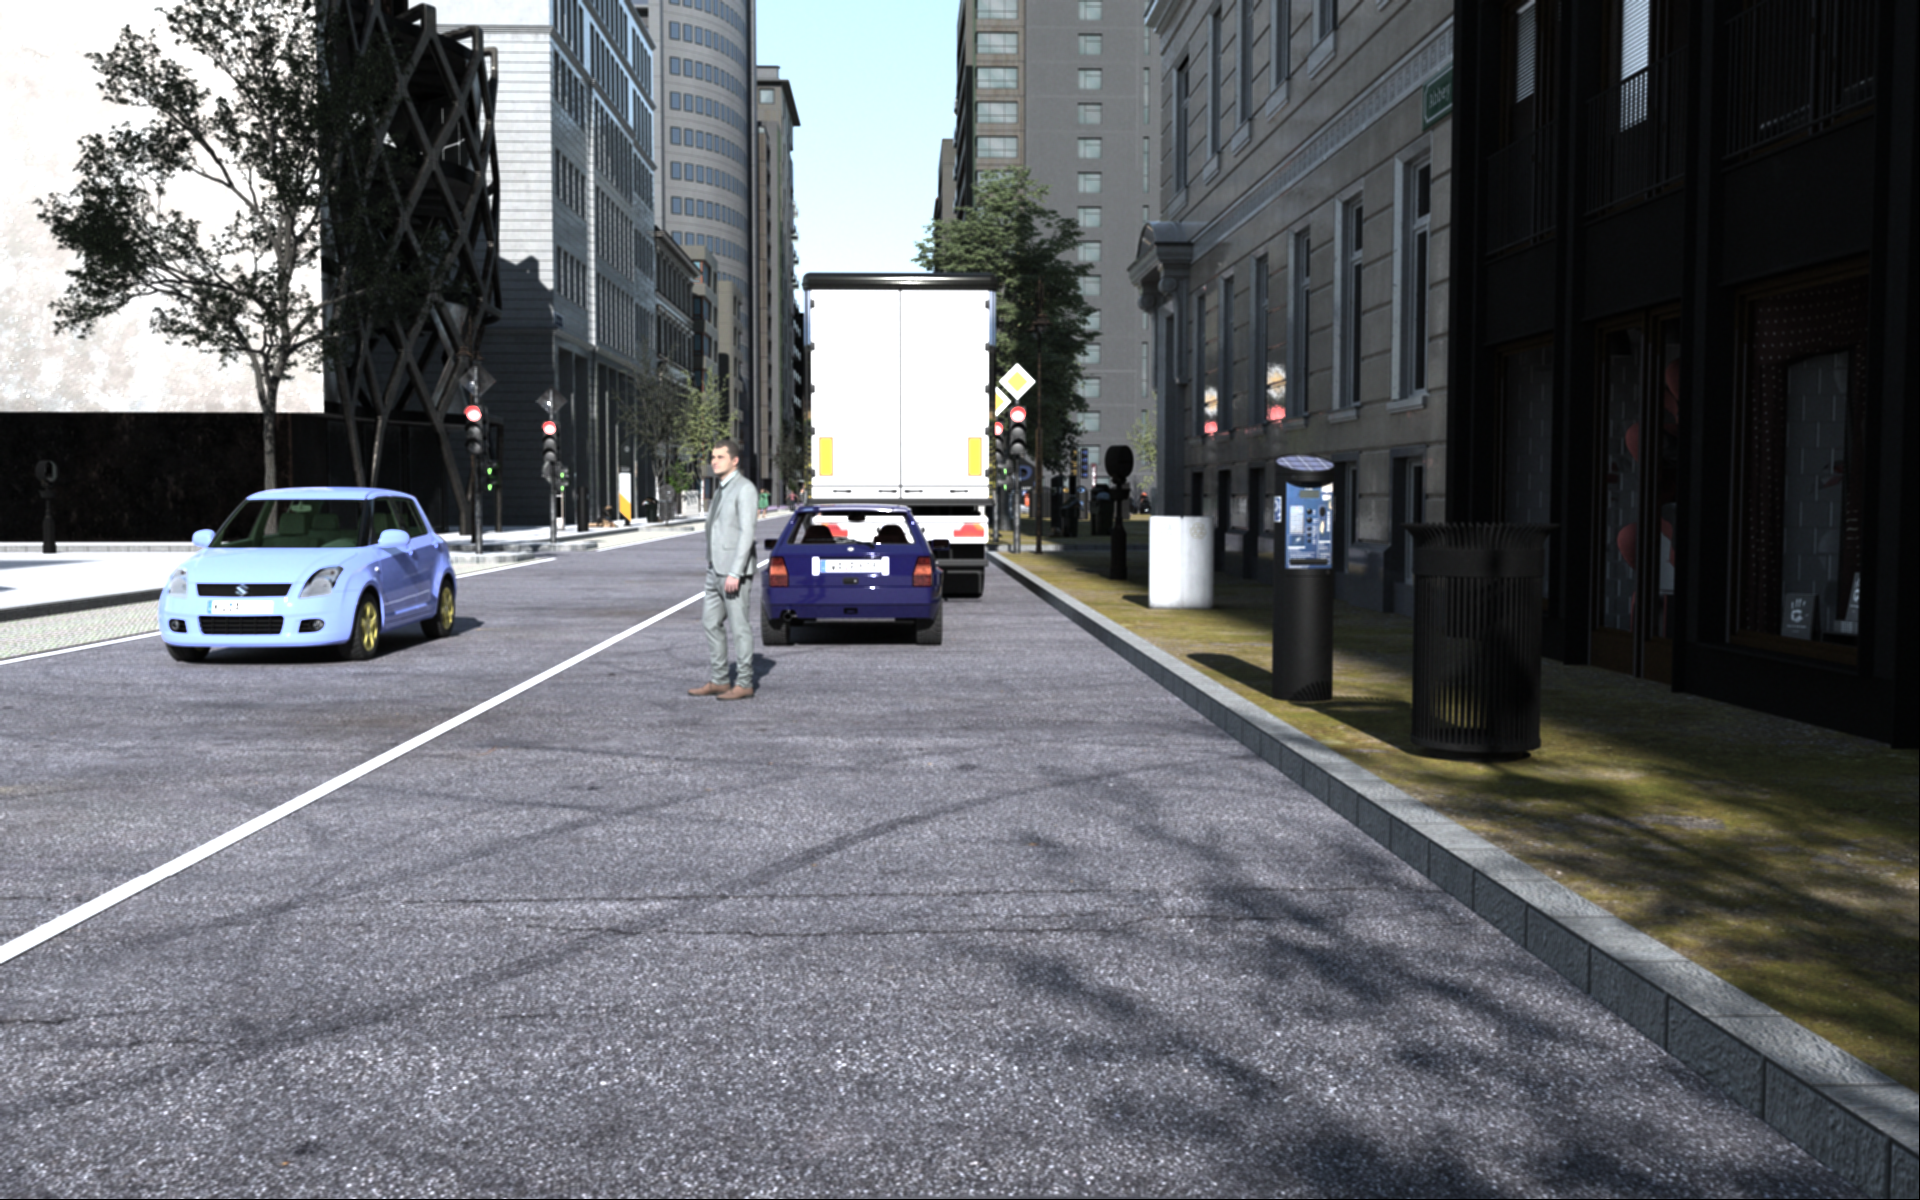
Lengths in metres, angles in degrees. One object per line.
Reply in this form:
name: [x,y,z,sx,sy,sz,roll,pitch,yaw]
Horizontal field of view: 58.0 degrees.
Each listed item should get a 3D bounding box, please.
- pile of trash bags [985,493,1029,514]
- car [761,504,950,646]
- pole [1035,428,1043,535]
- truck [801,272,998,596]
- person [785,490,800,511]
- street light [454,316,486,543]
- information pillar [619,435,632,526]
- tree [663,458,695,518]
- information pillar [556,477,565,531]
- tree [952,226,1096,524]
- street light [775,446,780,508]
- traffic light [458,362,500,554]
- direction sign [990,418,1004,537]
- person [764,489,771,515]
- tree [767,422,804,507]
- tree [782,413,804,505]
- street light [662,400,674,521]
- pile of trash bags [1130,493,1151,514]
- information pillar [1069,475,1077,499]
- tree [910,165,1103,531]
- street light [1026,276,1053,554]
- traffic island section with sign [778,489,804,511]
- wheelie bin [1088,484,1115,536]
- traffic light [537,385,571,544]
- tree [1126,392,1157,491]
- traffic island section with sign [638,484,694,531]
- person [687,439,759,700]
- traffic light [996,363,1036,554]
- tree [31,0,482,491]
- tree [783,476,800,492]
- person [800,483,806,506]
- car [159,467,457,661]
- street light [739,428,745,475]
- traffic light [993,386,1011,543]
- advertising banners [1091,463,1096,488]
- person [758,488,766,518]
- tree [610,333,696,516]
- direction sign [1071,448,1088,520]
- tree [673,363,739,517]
pile of trash bags: [3.201,-6.387,114.176,3.447,1.369,1.912,1,4,23]
car: [-1.064,-0.315,17.735,1.945,1.354,3.894,0,4,-2]
pole: [2.455,-3.667,53.798,0.158,3.312,0.155,0,3,0]
truck: [-0.931,-2.363,27.544,2.839,4.237,11.283,0,4,-2]
person: [-13.763,-8.138,142.281,1.217,1.743,0.721,0,4,-4]
street light: [-12.676,-4.416,44.991,0.468,5.910,1.993,0,4,-2]
information pillar: [-13.316,-4.742,68.885,0.504,3.616,0.183,-3,5,-44]
tree: [-15.054,-6.019,93.012,1.663,3.219,1.824,0,3,0]
information pillar: [-13.965,-3.418,60.370,0.304,2.012,0.304,0,4,2]
tree: [1.344,-9.601,73.987,9.611,12.733,9.660,0,3,0]
street light: [-16.749,-11.418,159.464,0.468,5.910,1.993,0,4,-2]
traffic light: [-10.244,-2.931,36.844,0.839,4.253,0.868,0,4,-2]
direction sign: [1.089,-3.663,51.888,0.379,3.537,0.876,-2,4,-26]
person: [-13.320,-6.722,118.650,0.600,1.795,0.529,2,4,25]
tree: [-17.597,-13.825,176.404,4.360,8.622,3.978,0,3,0]
tree: [-18.419,-16.083,197.362,8.767,10.594,7.601,0,4,-3]
street light: [-13.965,-6.719,82.637,0.468,5.910,1.993,0,4,-2]
pile of trash bags: [11.535,-6.188,110.918,1.912,1.369,3.447,1,4,15]
information pillar: [4.329,-3.801,66.636,0.304,2.012,0.304,0,4,2]
tree: [1.335,-8.689,60.200,7.486,12.596,7.792,0,3,0]
street light: [1.689,-3.923,36.927,0.468,5.910,1.993,0,4,-2]
traffic island section with sign: [-14.205,-8.331,144.846,1.989,1.847,2.006,0,4,-2]
wheelie bin: [4.397,-2.799,53.677,0.693,1.594,0.980,-2,4,-29]
traffic light: [-10.534,-3.419,44.824,0.839,4.253,0.868,0,4,-2]
tree: [13.617,-10.259,118.094,4.737,8.622,4.395,0,3,0]
traffic island section with sign: [-11.404,-3.595,67.400,1.989,1.847,2.006,0,4,-2]
person: [-1.610,-0.217,12.146,0.391,1.810,0.635,-2,4,-35]
traffic light: [1.209,-2.957,37.274,0.839,4.253,0.868,0,4,-2]
tree: [-12.182,-5.831,29.754,8.767,10.594,7.601,1,4,17]
tree: [-18.051,-11.579,183.915,1.663,3.219,1.824,0,3,0]
person: [-4.717,-2.732,53.349,0.473,1.802,0.592,0,4,-1]
car: [-5.927,-0.391,15.988,1.945,1.707,3.694,0,4,-1]
street light: [-15.305,-9.096,121.503,0.468,5.910,1.993,0,4,-2]
traffic light: [0.920,-3.445,45.254,0.839,4.253,0.868,0,4,-2]
advertising banners: [8.042,-6.262,98.578,0.090,3.025,2.074,3,5,39]
person: [-11.805,-5.774,103.151,0.529,1.795,0.600,1,4,14]
tree: [-13.819,-7.862,78.899,4.360,8.622,3.978,0,3,0]
direction sign: [5.892,-5.729,85.664,0.876,3.537,0.379,1,4,19]
tree: [-14.592,-9.026,97.935,4.737,8.622,4.395,0,3,0]
